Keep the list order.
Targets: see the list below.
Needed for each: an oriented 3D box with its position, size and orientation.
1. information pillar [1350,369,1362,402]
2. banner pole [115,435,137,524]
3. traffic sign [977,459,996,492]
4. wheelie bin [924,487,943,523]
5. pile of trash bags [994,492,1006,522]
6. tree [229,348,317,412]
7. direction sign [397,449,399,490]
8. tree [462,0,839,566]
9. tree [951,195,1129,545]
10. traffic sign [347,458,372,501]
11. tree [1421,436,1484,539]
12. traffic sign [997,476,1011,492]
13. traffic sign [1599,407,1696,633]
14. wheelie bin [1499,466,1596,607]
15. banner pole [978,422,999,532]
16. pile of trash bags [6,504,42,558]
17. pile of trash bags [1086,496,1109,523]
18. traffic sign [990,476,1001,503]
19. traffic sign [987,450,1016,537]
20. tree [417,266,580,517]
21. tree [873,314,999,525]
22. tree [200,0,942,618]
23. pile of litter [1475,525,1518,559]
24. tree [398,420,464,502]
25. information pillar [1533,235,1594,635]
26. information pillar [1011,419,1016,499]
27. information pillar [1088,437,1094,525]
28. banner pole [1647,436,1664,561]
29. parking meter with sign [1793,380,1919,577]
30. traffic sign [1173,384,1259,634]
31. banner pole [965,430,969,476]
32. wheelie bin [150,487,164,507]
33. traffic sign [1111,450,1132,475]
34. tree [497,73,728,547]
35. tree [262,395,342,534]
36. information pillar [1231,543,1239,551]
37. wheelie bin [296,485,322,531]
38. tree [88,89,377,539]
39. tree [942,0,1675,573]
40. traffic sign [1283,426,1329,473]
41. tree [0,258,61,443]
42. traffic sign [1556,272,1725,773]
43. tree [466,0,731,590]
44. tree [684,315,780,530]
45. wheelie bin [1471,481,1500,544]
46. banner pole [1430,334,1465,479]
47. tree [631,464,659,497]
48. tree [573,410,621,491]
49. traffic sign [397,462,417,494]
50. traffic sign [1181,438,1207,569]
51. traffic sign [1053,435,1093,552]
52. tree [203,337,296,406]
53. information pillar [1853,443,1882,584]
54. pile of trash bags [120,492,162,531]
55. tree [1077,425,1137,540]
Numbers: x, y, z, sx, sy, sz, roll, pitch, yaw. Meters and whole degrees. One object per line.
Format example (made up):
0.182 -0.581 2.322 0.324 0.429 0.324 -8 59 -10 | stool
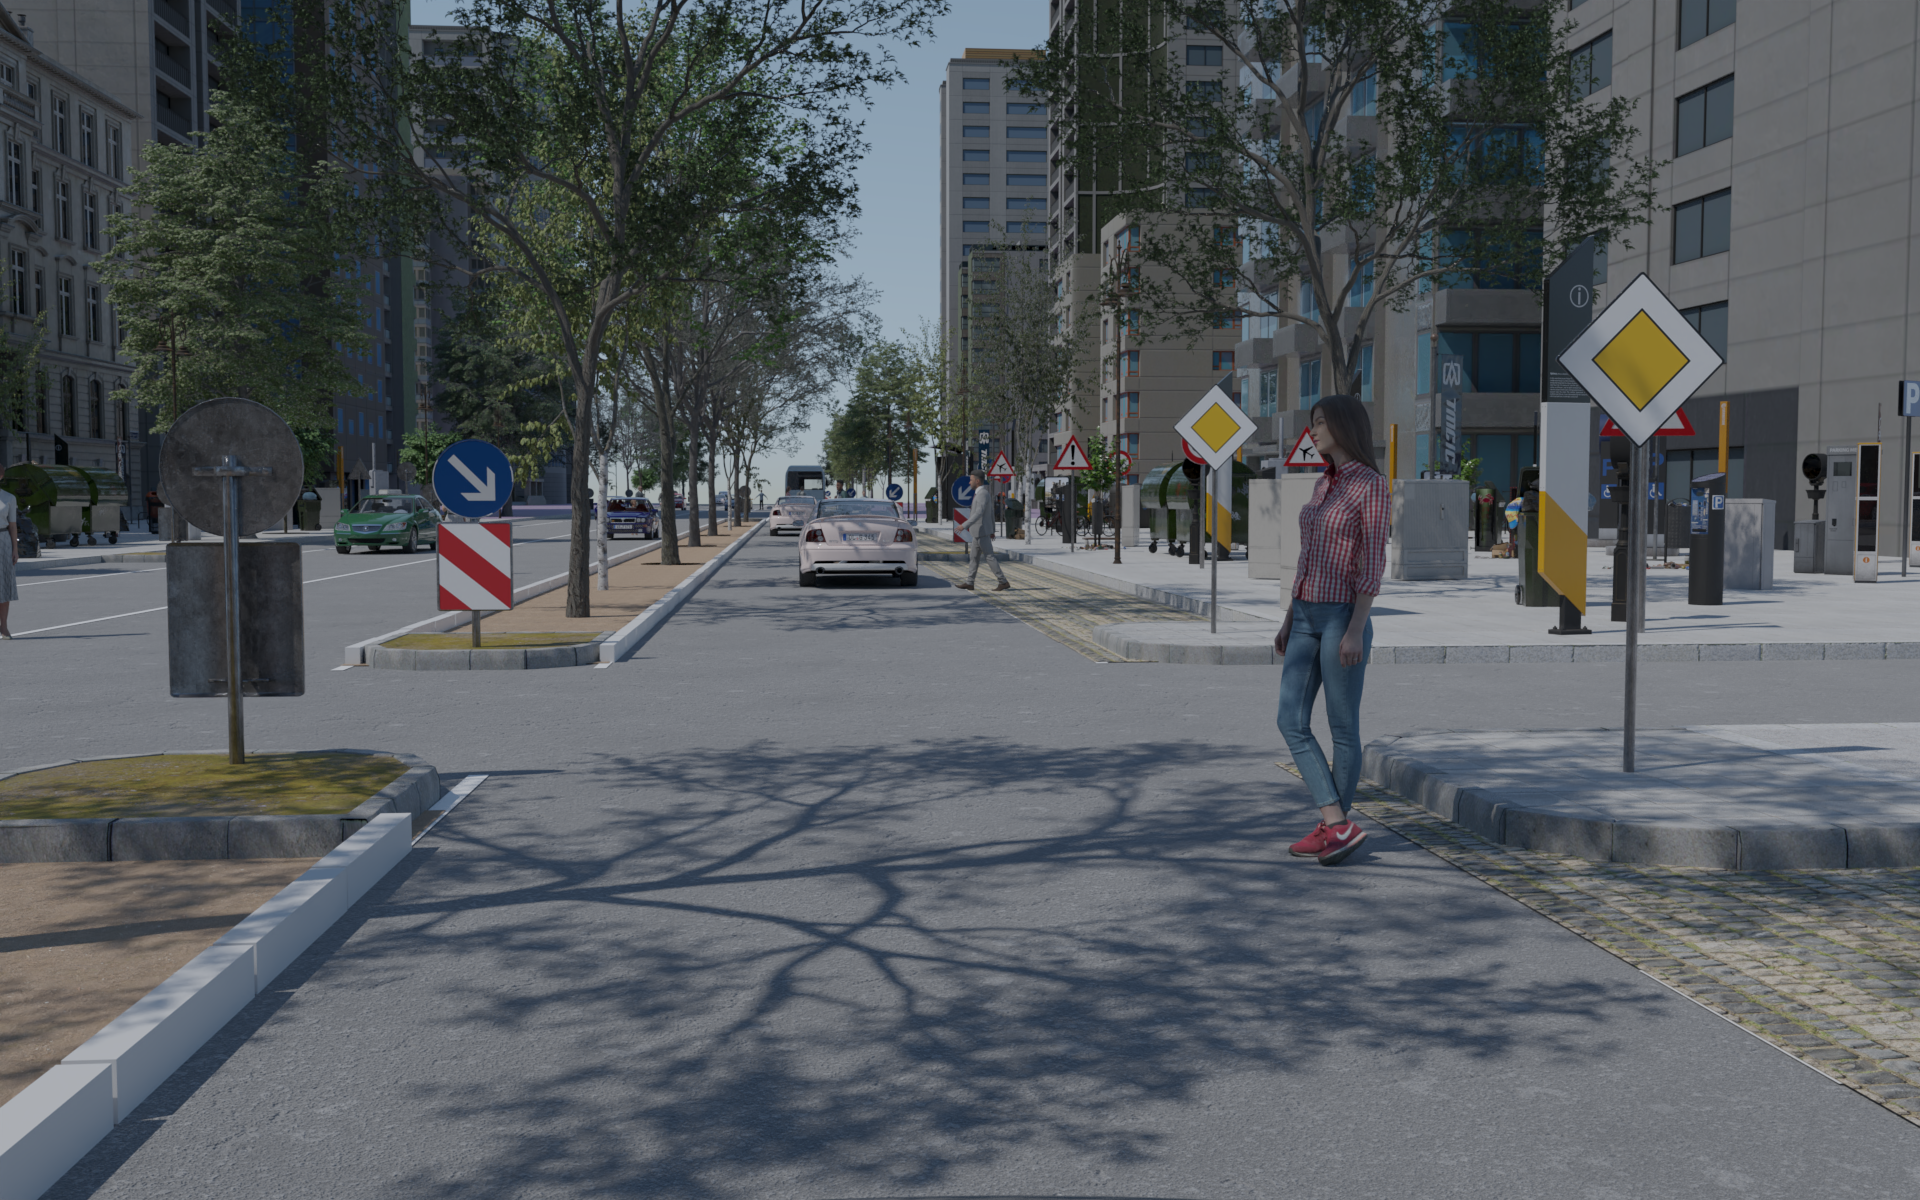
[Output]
7.350 -2.513 32.435 0.183 3.616 0.504 3 5 44 | information pillar
-35.438 -5.107 73.516 0.401 3.779 0.863 2 4 35 | banner pole
0.984 -3.689 60.426 0.768 2.556 0.104 0 4 -2 | traffic sign
-1.143 -4.175 76.166 0.693 1.594 0.980 -2 4 -29 | wheelie bin
2.079 -4.308 80.182 1.912 1.369 3.447 0 4 -7 | pile of trash bags
-33.912 -8.236 85.019 4.737 8.622 4.395 0 3 0 | tree
-28.376 -5.838 87.447 0.379 3.537 0.876 -1 4 -16 | direction sign
-5.949 -6.507 34.609 9.928 11.665 9.643 0 3 0 | tree
1.933 -5.714 43.790 4.360 8.622 3.978 0 3 0 | tree
-21.465 -3.786 61.909 0.884 2.594 0.081 0 4 3 | traffic sign
14.271 -3.370 49.704 1.663 3.219 1.824 0 3 0 | tree
2.083 -5.080 83.162 0.768 2.556 0.104 0 4 -1 | traffic sign
6.291 -0.973 15.919 0.884 2.594 0.081 0 4 -1 | traffic sign
6.763 -0.728 19.804 0.980 1.594 0.693 1 4 9 | wheelie bin
0.949 -4.212 58.876 0.863 3.779 0.401 3 4 37 | banner pole
-20.245 -1.515 34.517 3.447 1.369 1.912 -2 4 -26 | pile of trash bags
6.844 -4.096 76.722 3.447 1.369 1.912 -1 4 -21 | pile of trash bags
1.195 -4.052 66.255 0.884 2.594 0.081 0 4 -4 | traffic sign
1.238 -3.154 51.576 0.884 2.594 0.081 0 4 3 | traffic sign
-25.772 -11.709 98.101 9.857 13.997 8.962 0 3 0 | tree
-0.702 -7.375 70.940 4.737 8.622 4.395 0 3 0 | tree
-4.408 -5.045 19.359 8.767 10.594 7.601 0 4 -5 | tree
11.140 -1.264 34.635 1.719 0.858 1.176 1 4 16 | pile of litter
-23.402 -5.705 76.998 4.285 4.588 4.351 0 3 0 | tree
5.508 -1.491 15.726 0.504 3.616 0.183 -1 4 -18 | information pillar
1.640 -3.751 52.680 0.183 3.616 0.504 1 4 11 | information pillar
5.413 -4.912 71.669 0.183 3.616 0.504 2 4 31 | information pillar
13.220 -2.638 33.143 0.863 3.779 0.401 -3 4 -39 | banner pole
14.129 -1.904 27.384 0.543 3.016 1.738 -2 4 -35 | parking meter with sign
2.332 -0.749 15.883 0.795 2.450 0.064 0 4 -5 | traffic sign
0.244 -4.764 67.904 0.401 3.779 0.863 -1 4 -12 | banner pole
-35.291 -4.179 76.236 0.980 1.594 0.693 -2 4 -35 | wheelie bin
4.604 -3.064 50.210 0.768 2.556 0.104 0 4 1 | traffic sign
-7.230 -8.182 46.602 12.009 13.543 11.850 0 3 0 | tree
-21.733 -4.409 55.795 4.285 4.588 4.351 0 3 0 | tree
6.164 -2.131 39.328 0.304 2.012 0.304 2 4 25 | information pillar
-24.421 -3.472 64.671 0.980 1.594 0.693 -3 5 -43 | wheelie bin
-20.276 -7.988 48.735 7.486 12.596 7.792 0 3 0 | tree
4.950 -5.351 21.903 8.767 10.594 7.601 -1 4 -14 | tree
6.633 -2.033 33.237 0.884 2.594 0.081 0 3 0 | traffic sign
-29.903 -6.262 52.752 4.737 8.622 4.395 0 3 0 | tree
3.084 -0.262 7.933 0.795 2.450 0.064 0 4 -5 | traffic sign
-5.347 -4.452 25.615 4.737 8.622 4.395 0 3 0 | tree
-8.957 -6.999 67.257 4.360 8.622 3.978 0 3 0 | tree
12.590 -2.044 41.328 0.693 1.594 0.980 2 4 31 | wheelie bin
7.605 -2.278 27.258 0.863 3.779 0.401 -2 4 -30 | banner pole
-34.022 -12.411 186.634 4.285 4.588 4.351 0 3 0 | tree
-30.038 -11.863 144.319 4.360 8.622 3.978 0 3 0 | tree
-21.889 -4.185 68.525 0.768 2.556 0.104 0 4 -5 | traffic sign
4.165 -1.811 29.724 0.768 2.556 0.104 0 4 -2 | traffic sign
2.474 -2.324 37.999 0.884 2.594 0.081 0 4 1 | traffic sign
-31.076 -7.673 75.823 4.360 8.622 3.978 0 3 0 | tree
13.063 -1.251 24.942 0.304 2.012 0.304 2 4 24 | information pillar
-29.333 -3.066 59.877 3.447 1.369 1.912 -3 5 -41 | pile of trash bags
3.874 -3.319 48.869 1.663 3.219 1.824 0 3 0 | tree
